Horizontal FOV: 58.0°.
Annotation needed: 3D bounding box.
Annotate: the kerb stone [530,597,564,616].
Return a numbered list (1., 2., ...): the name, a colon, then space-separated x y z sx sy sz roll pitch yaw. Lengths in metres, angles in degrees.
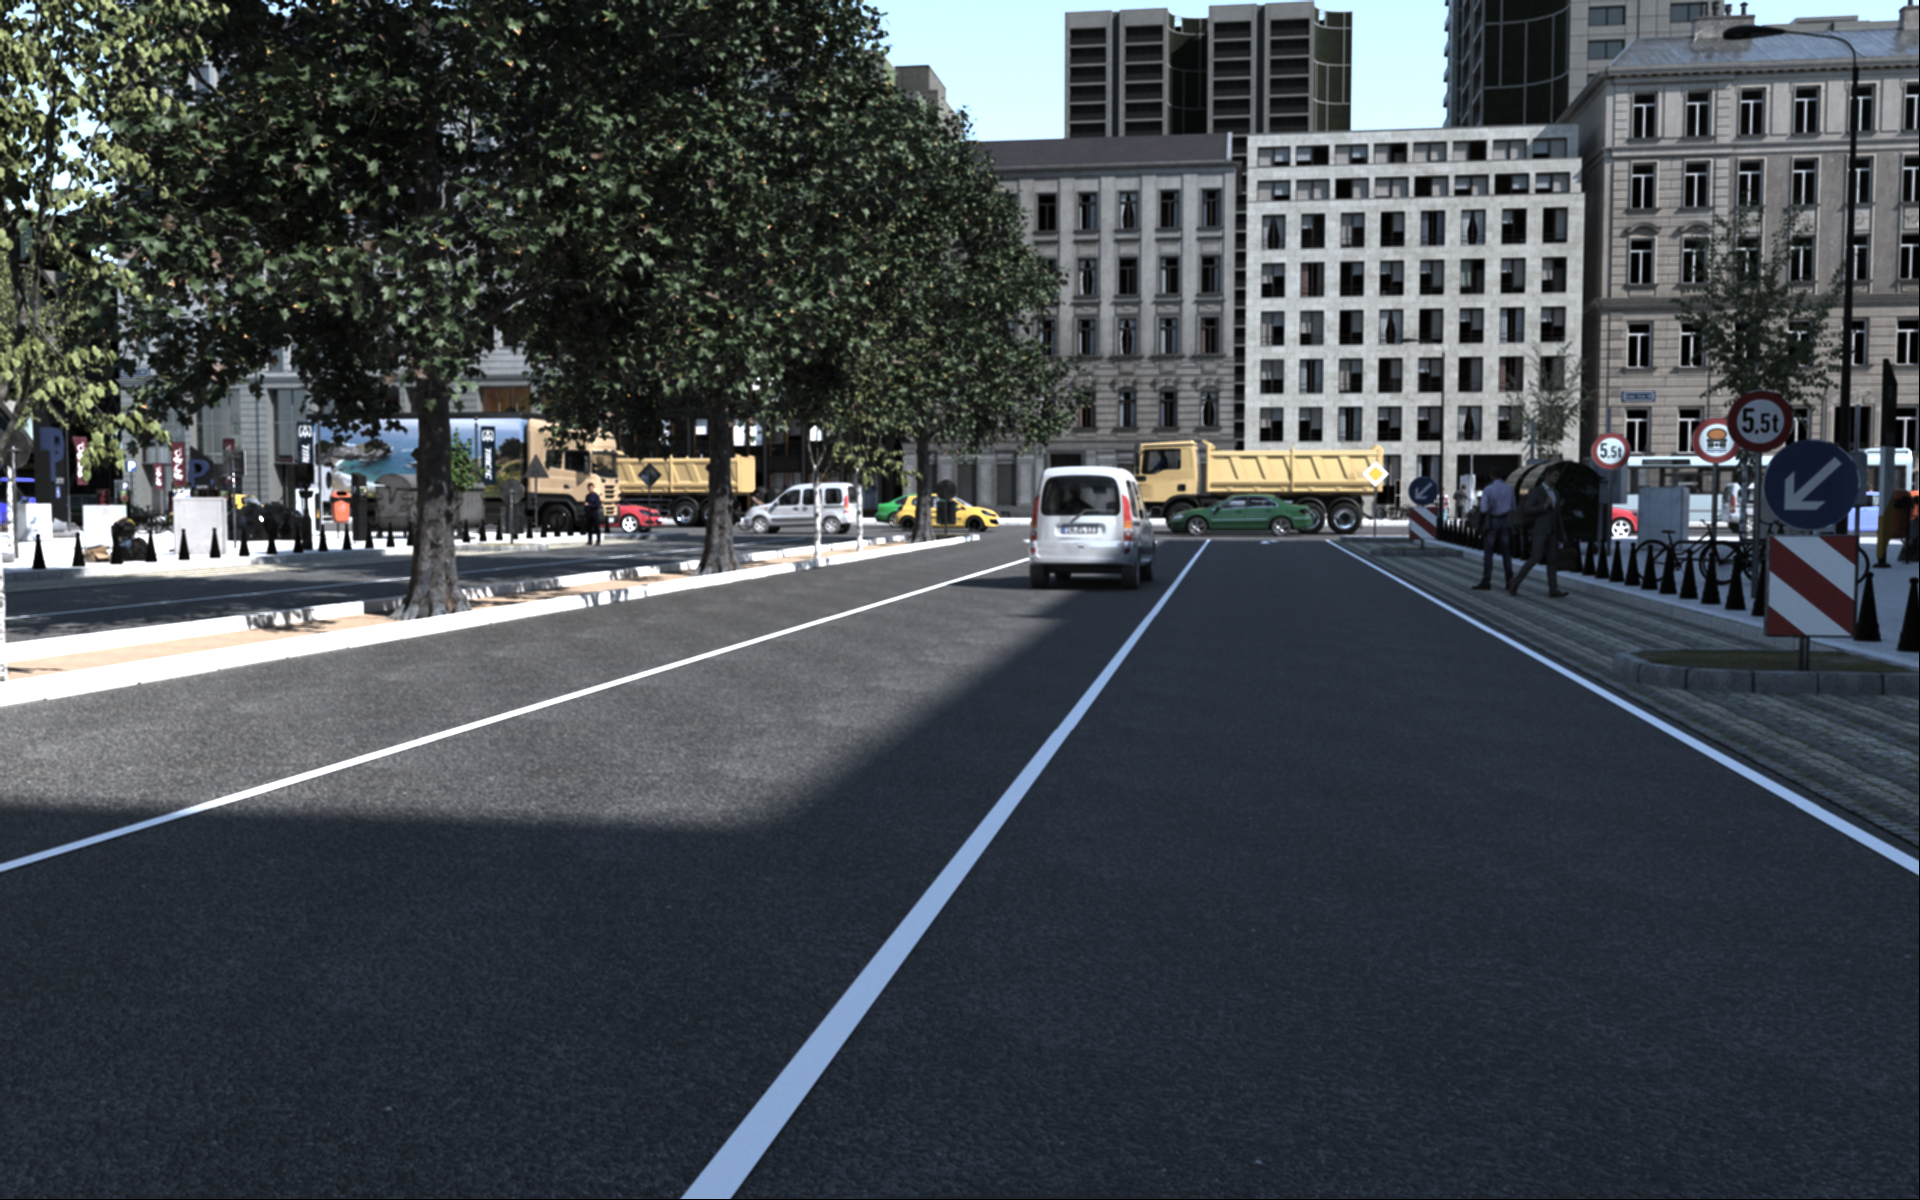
1. kerb stone: -5.014 0.090 20.722 0.120 0.150 1.000 1 4 9

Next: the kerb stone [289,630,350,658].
1. kerb stone: -5.848 0.401 15.641 0.120 0.150 1.000 1 4 9

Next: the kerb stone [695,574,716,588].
1. kerb stone: -4.022 -0.281 26.795 0.120 0.150 1.000 1 4 9

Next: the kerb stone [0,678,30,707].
1. kerb stone: -6.517 0.651 11.565 0.120 0.150 1.000 1 4 9

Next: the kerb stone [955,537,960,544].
1. kerb stone: -0.199 -1.706 50.135 0.120 0.150 1.000 1 4 9

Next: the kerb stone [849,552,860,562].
1. kerb stone: -2.356 -0.891 36.946 0.120 0.150 1.000 1 4 9

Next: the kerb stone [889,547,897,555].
1. kerb stone: -1.700 -1.149 41.011 0.120 0.150 1.000 1 4 9

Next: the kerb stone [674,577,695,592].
1. kerb stone: -4.193 -0.219 25.784 0.120 0.150 1.000 1 4 9

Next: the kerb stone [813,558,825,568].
1. kerb stone: -2.862 -0.715 33.893 0.120 0.150 1.000 1 4 9

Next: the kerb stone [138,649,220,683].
1. kerb stone: -6.179 0.525 13.607 0.120 0.150 1.000 1 4 9

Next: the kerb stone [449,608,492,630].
1. kerb stone: -5.347 0.215 18.684 0.120 0.150 1.000 1 4 9

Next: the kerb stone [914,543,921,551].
1. kerb stone: -1.201 -1.336 44.046 0.120 0.150 1.000 1 4 9

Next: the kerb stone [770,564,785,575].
1. kerb stone: -3.359 -0.530 30.857 0.120 0.150 1.000 1 4 9

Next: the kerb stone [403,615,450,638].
1. kerb stone: -5.509 0.279 17.671 0.120 0.150 1.000 1 4 9

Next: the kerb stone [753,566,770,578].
1. kerb stone: -3.518 -0.465 29.839 0.120 0.150 1.000 1 4 9

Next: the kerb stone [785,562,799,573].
1. kerb stone: -3.192 -0.586 31.869 0.120 0.150 1.000 1 4 9

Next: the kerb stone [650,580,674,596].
1. kerb stone: -4.354 -0.156 24.771 0.120 0.150 1.000 1 4 9

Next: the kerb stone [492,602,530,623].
1. kerb stone: -5.180 0.152 19.710 0.120 0.150 1.000 1 4 9

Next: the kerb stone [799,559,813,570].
1. kerb stone: -3.021 -0.653 32.880 0.120 0.150 1.000 1 4 9

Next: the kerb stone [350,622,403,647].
1. kerb stone: -5.677 0.339 16.659 0.120 0.150 1.000 1 4 9

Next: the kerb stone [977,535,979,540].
1. kerb stone: 0.456 -1.957 54.197 0.120 0.150 1.000 1 4 9

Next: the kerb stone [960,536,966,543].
1. kerb stone: -0.038 -1.771 51.148 0.120 0.150 1.000 1 4 9

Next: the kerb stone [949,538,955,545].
1. kerb stone: -0.363 -1.647 49.117 0.120 0.150 1.000 1 4 9

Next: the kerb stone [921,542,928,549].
1. kerb stone: -1.036 -1.399 45.069 0.120 0.150 1.000 1 4 9

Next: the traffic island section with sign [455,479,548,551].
1. traffic island section with sign: -11.586 -2.160 43.952 1.989 1.847 2.006 1 4 9

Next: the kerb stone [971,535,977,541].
1. kerb stone: 0.297 -1.895 53.177 0.120 0.150 1.000 1 4 9

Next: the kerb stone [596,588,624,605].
1. kerb stone: -4.680 -0.034 22.746 0.120 0.150 1.000 1 4 9

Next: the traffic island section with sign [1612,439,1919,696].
1. traffic island section with sign: 6.149 -0.284 13.269 1.989 1.847 2.006 1 4 9

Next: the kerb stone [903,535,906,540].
1. kerb stone: -1.779 -1.911 53.443 0.120 0.150 1.000 1 4 9

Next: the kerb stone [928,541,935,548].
1. kerb stone: -0.866 -1.461 46.080 0.120 0.150 1.000 1 4 9

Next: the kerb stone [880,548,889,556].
1. kerb stone: -1.866 -1.083 39.987 0.120 0.150 1.000 1 4 9

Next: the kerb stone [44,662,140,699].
1. kerb stone: -6.346 0.588 12.579 0.120 0.150 1.000 1 4 9

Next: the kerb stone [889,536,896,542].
1. kerb stone: -2.118 -1.787 51.418 0.120 0.150 1.000 1 4 9

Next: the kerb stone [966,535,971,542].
1. kerb stone: 0.125 -1.833 52.161 0.120 0.150 1.000 1 4 9

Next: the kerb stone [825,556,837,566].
1. kerb stone: -2.696 -0.777 34.905 0.120 0.150 1.000 1 4 9

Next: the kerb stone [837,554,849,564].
1. kerb stone: -2.528 -0.839 35.919 0.120 0.150 1.000 1 4 9

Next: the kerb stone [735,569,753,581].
1. kerb stone: -3.691 -0.406 28.828 0.120 0.150 1.000 1 4 9

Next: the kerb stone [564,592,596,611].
1. kerb stone: -4.848 0.028 21.734 0.120 0.150 1.000 1 4 9

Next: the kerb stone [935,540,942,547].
1. kerb stone: -0.700 -1.523 47.092 0.120 0.150 1.000 1 4 9

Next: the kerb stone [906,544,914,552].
1. kerb stone: -1.358 -1.274 43.033 0.120 0.150 1.000 1 4 9

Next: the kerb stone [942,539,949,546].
1. kerb stone: -0.533 -1.585 48.104 0.120 0.150 1.000 1 4 9

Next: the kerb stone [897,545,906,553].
1. kerb stone: -1.529 -1.213 42.022 0.120 0.150 1.000 1 4 9

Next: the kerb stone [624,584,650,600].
1. kerb stone: -4.516 -0.089 23.759 0.120 0.150 1.000 1 4 9

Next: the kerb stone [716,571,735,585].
1. kerb stone: -3.851 -0.343 27.808 0.120 0.150 1.000 1 4 9

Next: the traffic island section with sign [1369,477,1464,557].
1. traffic island section with sign: 10.562 -1.931 40.205 1.989 1.847 2.006 1 4 9

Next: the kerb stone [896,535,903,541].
1. kerb stone: -1.950 -1.849 52.429 0.120 0.150 1.000 1 4 9

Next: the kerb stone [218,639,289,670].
1. kerb stone: -6.016 0.463 14.621 0.120 0.150 1.000 1 4 9

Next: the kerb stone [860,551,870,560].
1. kerb stone: -2.193 -0.962 37.962 0.120 0.150 1.000 1 4 9

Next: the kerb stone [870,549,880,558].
1. kerb stone: -2.024 -1.019 38.974 0.120 0.150 1.000 1 4 9
